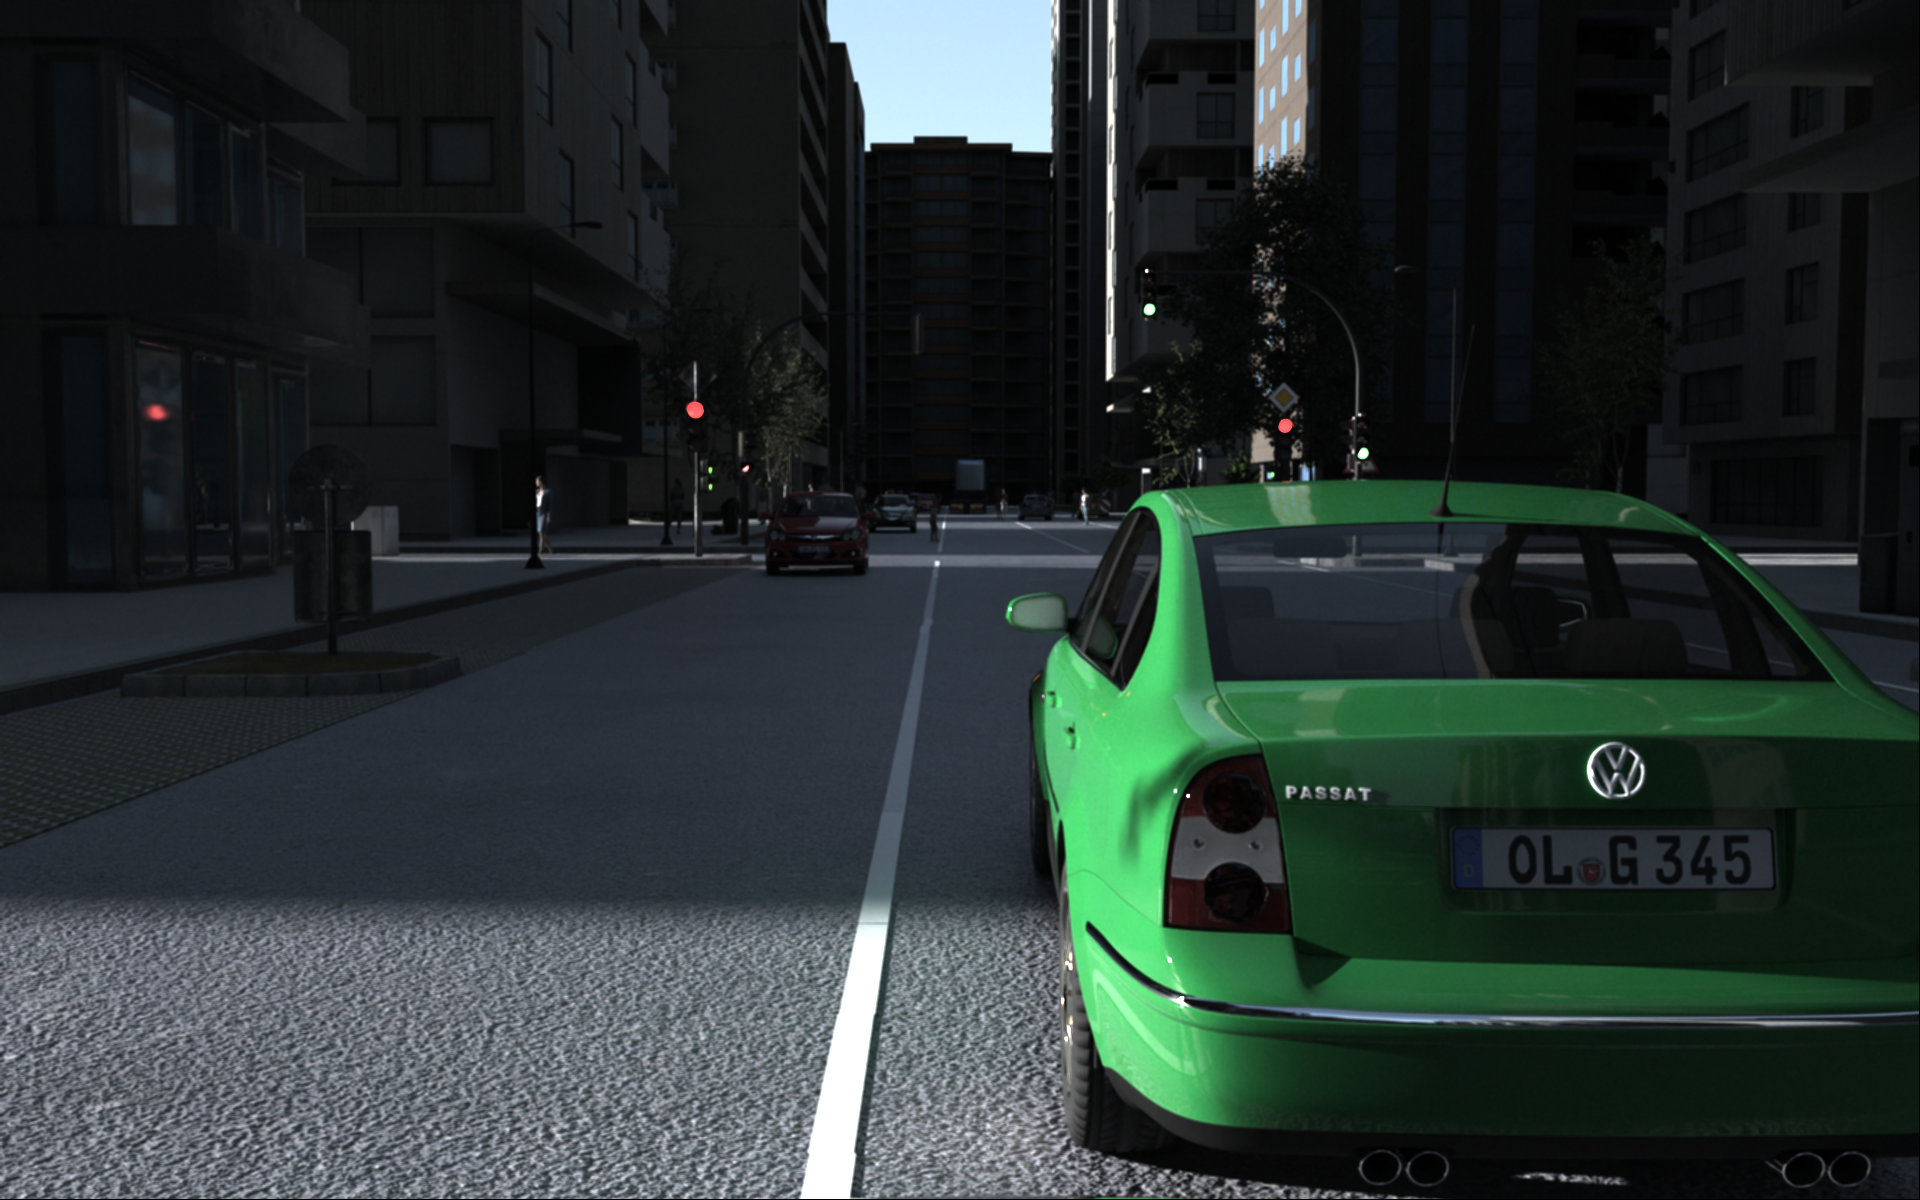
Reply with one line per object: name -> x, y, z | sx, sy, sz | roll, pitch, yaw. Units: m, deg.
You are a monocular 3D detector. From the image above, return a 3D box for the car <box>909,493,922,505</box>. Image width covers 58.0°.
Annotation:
car -> -3.553, -8.014, 140.619 | 1.945, 1.707, 3.694 | 0, 4, 0

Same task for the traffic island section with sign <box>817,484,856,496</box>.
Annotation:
traffic island section with sign -> -5.249, -3.637, 68.096 | 1.989, 1.847, 2.006 | 0, 4, 0

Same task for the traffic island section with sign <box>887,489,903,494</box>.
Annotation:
traffic island section with sign -> -5.720, -8.403, 146.020 | 1.989, 1.847, 2.006 | 0, 4, 0

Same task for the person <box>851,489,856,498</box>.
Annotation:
person -> -8.594, -8.228, 141.289 | 1.217, 1.735, 0.721 | -1, 4, -18

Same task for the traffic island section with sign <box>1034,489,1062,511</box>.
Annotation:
traffic island section with sign -> 7.500, -8.379, 145.621 | 1.989, 1.847, 2.006 | 0, 4, 0

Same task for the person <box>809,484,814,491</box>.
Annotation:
person -> -7.389, -4.798, 84.766 | 0.573, 1.790, 0.520 | -2, 4, -34

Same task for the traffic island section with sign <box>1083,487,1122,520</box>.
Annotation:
traffic island section with sign -> 7.807, -5.297, 95.237 | 1.989, 1.847, 2.006 | 0, 4, 0

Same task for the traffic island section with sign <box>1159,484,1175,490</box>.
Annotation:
traffic island section with sign -> 7.967, -3.649, 68.282 | 1.989, 1.847, 2.006 | 0, 4, 0

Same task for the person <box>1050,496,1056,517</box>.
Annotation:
person -> 5.710, -5.851, 108.410 | 0.590, 1.304, 0.306 | 3, 5, 39

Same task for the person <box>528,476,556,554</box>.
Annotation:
person -> -9.005, -1.776, 37.556 | 0.654, 1.822, 0.581 | -3, 5, -42

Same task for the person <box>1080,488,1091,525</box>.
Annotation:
person -> 5.764, -4.271, 79.162 | 0.643, 1.720, 0.563 | -3, 5, -40

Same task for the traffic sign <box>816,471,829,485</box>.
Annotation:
traffic sign -> -7.732, -5.958, 97.516 | 0.768, 2.556, 0.104 | 0, 4, 6

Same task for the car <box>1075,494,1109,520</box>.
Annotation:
car -> 7.560, -5.412, 98.702 | 2.015, 1.641, 3.980 | 0, 4, 1

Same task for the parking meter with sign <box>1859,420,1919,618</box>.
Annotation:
parking meter with sign -> 10.167, -1.326, 17.936 | 0.543, 3.016, 1.738 | -1, 4, -19

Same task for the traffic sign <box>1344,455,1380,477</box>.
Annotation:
traffic sign -> 9.950, -2.627, 42.953 | 0.884, 2.594, 0.081 | 0, 4, 6

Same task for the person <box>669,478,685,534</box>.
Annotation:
person -> -9.110, -2.996, 55.309 | 0.573, 1.790, 0.520 | 3, 5, 44

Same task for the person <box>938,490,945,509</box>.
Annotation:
person -> -1.814, -9.386, 161.964 | 0.705, 1.824, 1.348 | 2, 4, 25

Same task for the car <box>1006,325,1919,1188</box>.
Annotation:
car -> 1.126, 0.223, 5.142 | 1.959, 1.807, 4.718 | 0, 4, 1

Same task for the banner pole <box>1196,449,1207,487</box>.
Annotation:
banner pole -> 9.896, -4.936, 70.725 | 0.401, 3.779, 0.863 | -2, 4, -26

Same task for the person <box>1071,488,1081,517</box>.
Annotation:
person -> 7.196, -6.009, 107.027 | 0.678, 1.792, 0.850 | 3, 5, 39

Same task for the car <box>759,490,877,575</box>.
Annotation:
car -> -2.610, -1.413, 32.144 | 2.155, 1.783, 4.494 | 0, 4, -2

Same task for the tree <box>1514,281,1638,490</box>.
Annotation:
tree -> 21.283, -6.654, 59.149 | 4.360, 8.622, 3.978 | 0, 3, 0

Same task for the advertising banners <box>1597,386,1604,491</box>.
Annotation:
advertising banners -> 10.203, -1.921, 27.599 | 0.090, 3.025, 2.074 | 1, 4, 19

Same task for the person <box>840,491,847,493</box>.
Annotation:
person -> -9.247, -7.991, 136.792 | 1.348, 1.812, 0.705 | -1, 4, -19

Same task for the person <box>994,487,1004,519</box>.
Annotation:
person -> 2.214, -5.516, 98.665 | 0.573, 1.828, 0.580 | 1, 4, 13

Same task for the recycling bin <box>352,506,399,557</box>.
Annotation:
recycling bin -> -12.115, -1.427, 35.891 | 0.722, 1.027, 0.722 | 0, 4, 6

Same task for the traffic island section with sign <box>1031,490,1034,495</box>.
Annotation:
traffic island section with sign -> 7.325, -10.083, 173.486 | 1.989, 1.847, 2.006 | 0, 4, 0

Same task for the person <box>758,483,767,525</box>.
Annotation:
person -> -8.225, -3.999, 71.970 | 0.362, 1.759, 0.519 | 1, 4, 20

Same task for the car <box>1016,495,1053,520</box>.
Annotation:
car -> 4.124, -5.101, 95.410 | 2.014, 1.417, 4.499 | 0, 3, 0

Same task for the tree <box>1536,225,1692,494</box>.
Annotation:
tree -> 18.321, -5.984, 48.199 | 4.737, 8.622, 4.395 | 0, 3, 0

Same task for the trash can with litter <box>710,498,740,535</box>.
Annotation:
trash can with litter -> -7.389, -2.654, 54.776 | 0.624, 1.170, 1.055 | 2, 4, 33

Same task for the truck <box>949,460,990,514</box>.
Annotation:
truck -> 0.704, -8.593, 130.250 | 2.967, 4.110, 18.799 | 0, 4, 1

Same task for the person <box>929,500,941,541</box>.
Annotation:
person -> -0.770, -2.434, 52.973 | 0.332, 1.250, 0.352 | -2, 4, -27

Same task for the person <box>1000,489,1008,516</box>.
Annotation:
person -> 2.888, -6.408, 113.814 | 0.519, 1.759, 0.362 | 0, 4, -6

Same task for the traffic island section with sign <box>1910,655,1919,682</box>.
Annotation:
traffic island section with sign -> 8.305, -0.258, 12.849 | 1.989, 1.847, 2.006 | 0, 4, 0

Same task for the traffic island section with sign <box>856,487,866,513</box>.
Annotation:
traffic island section with sign -> -5.414, -5.299, 95.271 | 1.989, 1.847, 2.006 | 0, 4, 0

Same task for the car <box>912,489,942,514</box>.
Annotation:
car -> -2.375, -7.102, 125.151 | 2.155, 1.783, 4.494 | 0, 3, 0

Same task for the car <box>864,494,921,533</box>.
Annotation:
car -> -2.558, -3.292, 65.630 | 2.131, 1.459, 4.920 | 0, 4, -2

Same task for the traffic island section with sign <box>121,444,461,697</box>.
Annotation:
traffic island section with sign -> -4.910, -0.273, 13.090 | 1.989, 1.847, 2.006 | 0, 4, 0

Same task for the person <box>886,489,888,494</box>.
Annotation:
person -> -8.137, -11.542, 194.842 | 0.705, 1.812, 1.348 | 0, 4, -6
